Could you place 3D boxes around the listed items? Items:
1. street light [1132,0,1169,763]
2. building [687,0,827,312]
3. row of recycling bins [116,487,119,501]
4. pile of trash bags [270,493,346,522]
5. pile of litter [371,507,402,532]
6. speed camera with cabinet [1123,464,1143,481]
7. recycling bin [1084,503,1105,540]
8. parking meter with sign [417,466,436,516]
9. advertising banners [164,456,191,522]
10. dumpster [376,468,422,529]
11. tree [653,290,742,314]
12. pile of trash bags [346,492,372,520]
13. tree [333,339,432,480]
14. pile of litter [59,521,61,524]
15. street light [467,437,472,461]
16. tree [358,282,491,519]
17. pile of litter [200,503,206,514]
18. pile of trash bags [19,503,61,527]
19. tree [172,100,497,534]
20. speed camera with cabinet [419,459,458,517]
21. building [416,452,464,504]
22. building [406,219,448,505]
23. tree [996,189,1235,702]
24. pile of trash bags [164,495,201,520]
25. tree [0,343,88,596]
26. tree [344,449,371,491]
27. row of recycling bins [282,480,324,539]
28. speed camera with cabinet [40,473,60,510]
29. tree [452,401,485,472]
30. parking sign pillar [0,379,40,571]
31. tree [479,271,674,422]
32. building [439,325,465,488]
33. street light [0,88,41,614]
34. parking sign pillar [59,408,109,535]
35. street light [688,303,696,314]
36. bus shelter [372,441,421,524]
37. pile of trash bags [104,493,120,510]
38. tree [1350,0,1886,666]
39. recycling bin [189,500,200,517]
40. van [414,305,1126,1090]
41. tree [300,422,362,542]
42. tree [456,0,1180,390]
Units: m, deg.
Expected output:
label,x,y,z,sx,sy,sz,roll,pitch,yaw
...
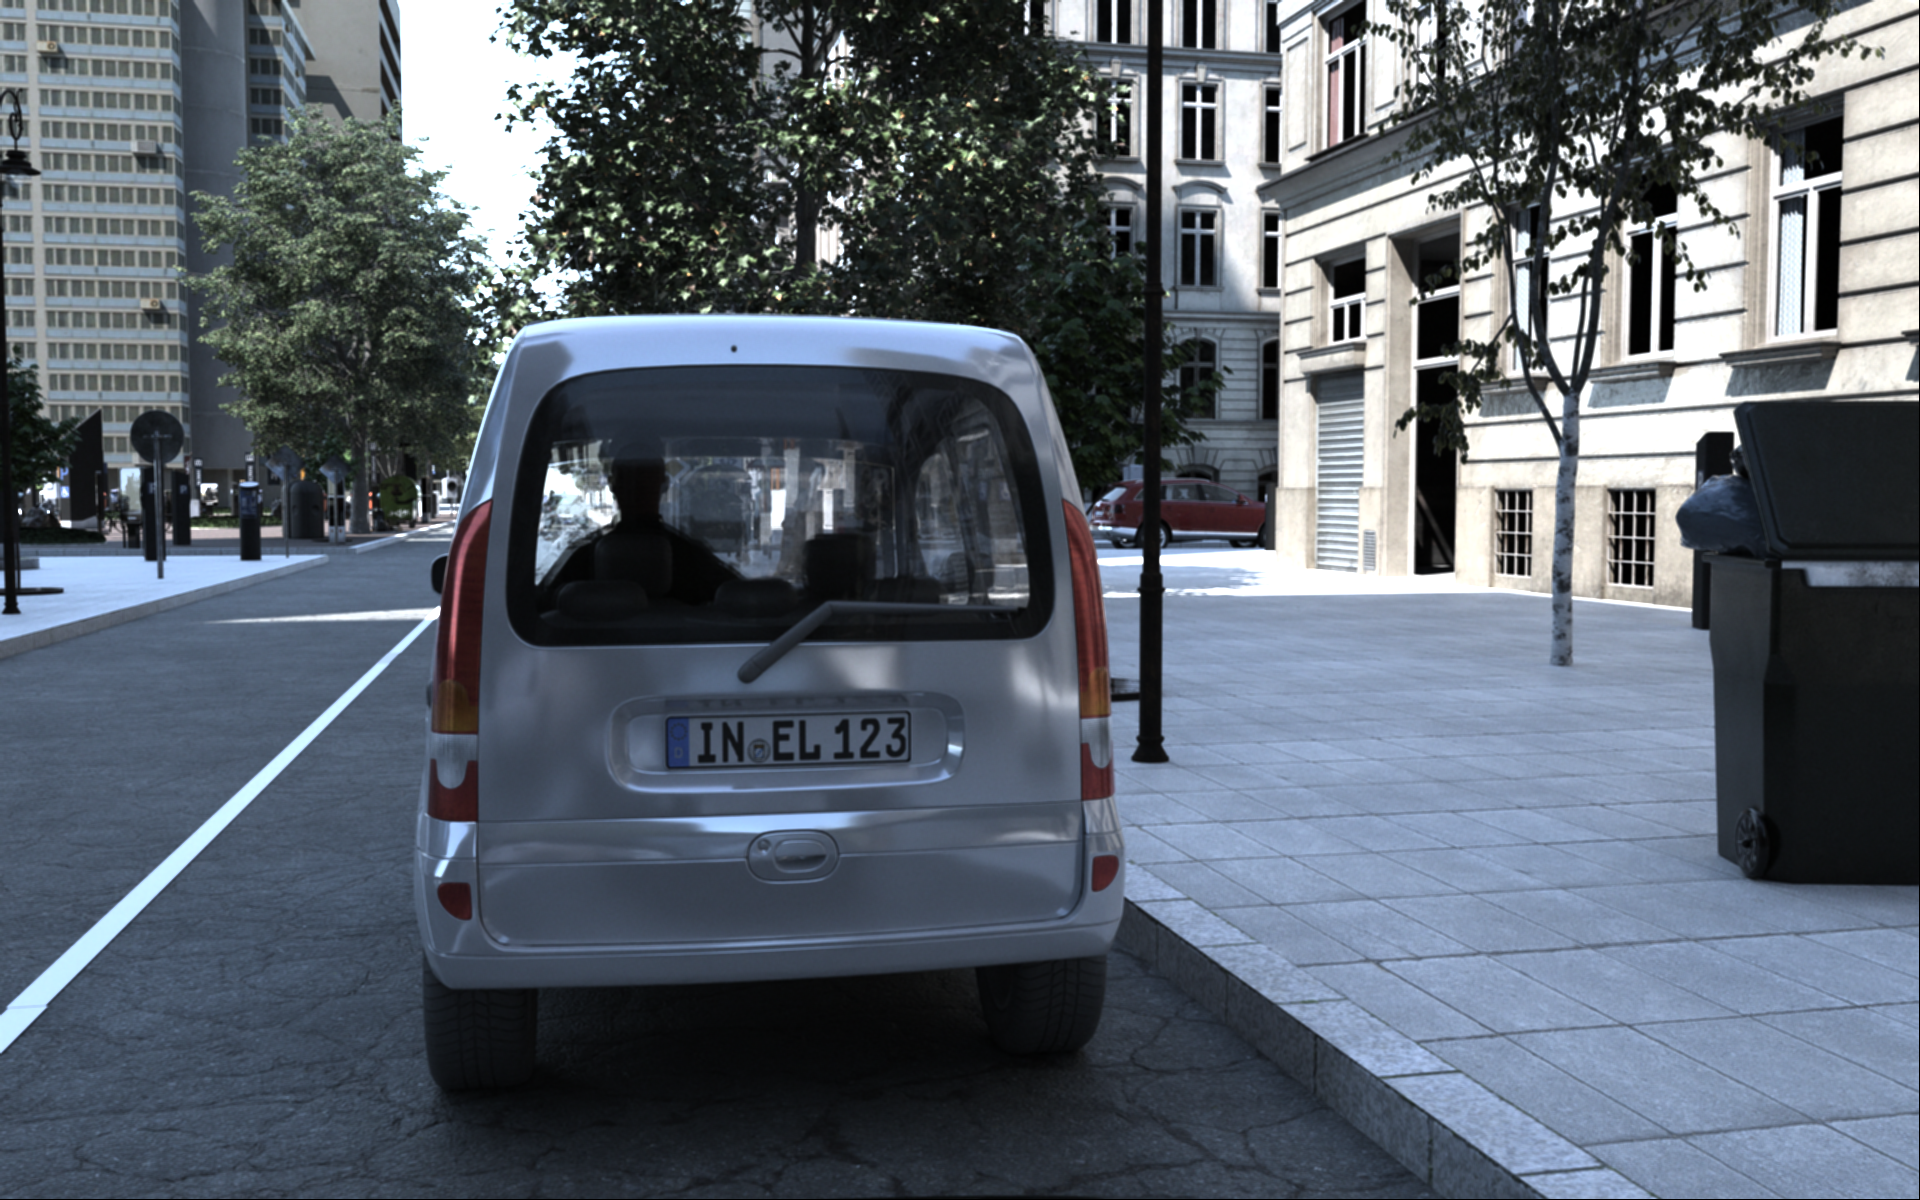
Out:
label,x,y,z,sx,sy,sz,roll,pitch,yaw
street light,0.916,-2.164,8.164,0.468,5.910,1.993,-1,4,-13
building,-16.832,-28.514,149.790,14.154,41.232,14.086,-1,4,-13
row of recycling bins,-48.348,-5.734,100.862,1.069,1.692,3.534,-1,4,-10
pile of trash bags,-30.655,-4.340,80.714,3.447,1.369,1.912,2,4,32
pile of litter,-19.839,-2.799,59.729,1.176,0.858,1.719,-2,4,-24
speed camera with cabinet,6.211,-3.700,54.828,2.038,3.252,0.660,0,4,-2
recycling bin,3.609,-2.208,48.660,0.722,1.027,0.722,-2,4,-31
parking meter with sign,-31.626,-6.501,102.545,0.543,3.016,1.738,0,4,6
advertising banners,-35.262,-5.014,78.162,0.090,3.025,2.074,1,4,8
dumpster,-21.034,-3.818,64.921,1.502,2.255,1.985,-1,4,-13
tree,-8.474,-7.322,54.132,7.601,10.594,8.767,-3,5,-42
pile of trash bags,-30.951,-4.743,87.295,3.447,1.369,1.912,-3,4,-37
tree,-23.247,-7.347,70.491,4.360,8.622,3.978,0,3,0
pile of litter,-37.265,-3.568,72.308,1.719,0.858,1.176,3,4,38
street light,-33.158,-8.844,117.387,0.468,5.910,1.993,-1,4,-13
tree,-27.616,-10.486,89.567,7.486,12.596,7.792,0,3,0
pile of litter,-45.453,-5.474,103.461,1.176,0.858,1.719,2,4,24
pile of trash bags,-32.318,-3.000,58.804,3.447,1.369,1.912,0,4,7
tree,-19.368,-9.082,55.138,9.857,13.997,8.962,0,3,0
speed camera with cabinet,-29.504,-6.337,97.944,2.038,3.252,0.660,-3,5,-39
building,-83.256,-24.005,237.518,27.650,21.520,28.899,-1,4,-13
building,-79.853,-31.728,210.641,32.217,40.220,23.993,-1,4,-13
tree,0.916,-1.008,11.078,1.663,3.219,1.824,0,3,0
pile of trash bags,-38.094,-4.527,83.766,1.912,1.369,3.447,0,4,-2
tree,-12.008,-1.690,22.231,1.663,3.219,1.824,0,3,0
tree,-38.742,-7.796,111.175,4.285,4.588,4.351,0,3,0
row of recycling bins,-19.385,-2.679,50.921,1.069,1.692,3.534,-2,4,-26
speed camera with cabinet,-52.667,-6.482,100.323,2.038,3.252,0.660,3,5,45
tree,-34.254,-10.507,122.149,4.737,8.622,4.395,0,3,0
parking sign pillar,-16.522,-2.506,29.442,1.447,3.967,1.447,3,4,39
tree,-15.462,-10.318,79.071,12.009,13.543,11.850,0,3,0
building,-81.963,-29.887,260.348,14.160,30.474,14.107,-1,4,-13
street light,-10.172,-2.789,18.393,0.468,5.910,1.993,-1,4,-13
parking sign pillar,-27.359,-4.004,53.938,1.447,3.967,1.447,1,4,21
street light,-5.607,-3.879,36.210,0.468,5.910,1.993,-1,4,-13
bus shelter,-24.745,-5.207,76.414,1.731,3.624,6.357,-1,4,-13
pile of trash bags,-46.111,-5.261,95.763,3.447,1.369,1.912,0,4,3
tree,4.663,-3.826,12.923,4.360,8.622,3.978,0,3,0
recycling bin,-33.891,-3.888,76.126,0.722,1.027,0.722,-3,5,-41
van,-0.743,0.083,5.651,2.013,2.044,4.112,-1,4,-11
tree,-16.881,-3.192,46.795,1.663,3.219,1.824,0,3,0
tree,-1.976,-6.446,22.397,9.611,12.733,9.660,0,3,0
